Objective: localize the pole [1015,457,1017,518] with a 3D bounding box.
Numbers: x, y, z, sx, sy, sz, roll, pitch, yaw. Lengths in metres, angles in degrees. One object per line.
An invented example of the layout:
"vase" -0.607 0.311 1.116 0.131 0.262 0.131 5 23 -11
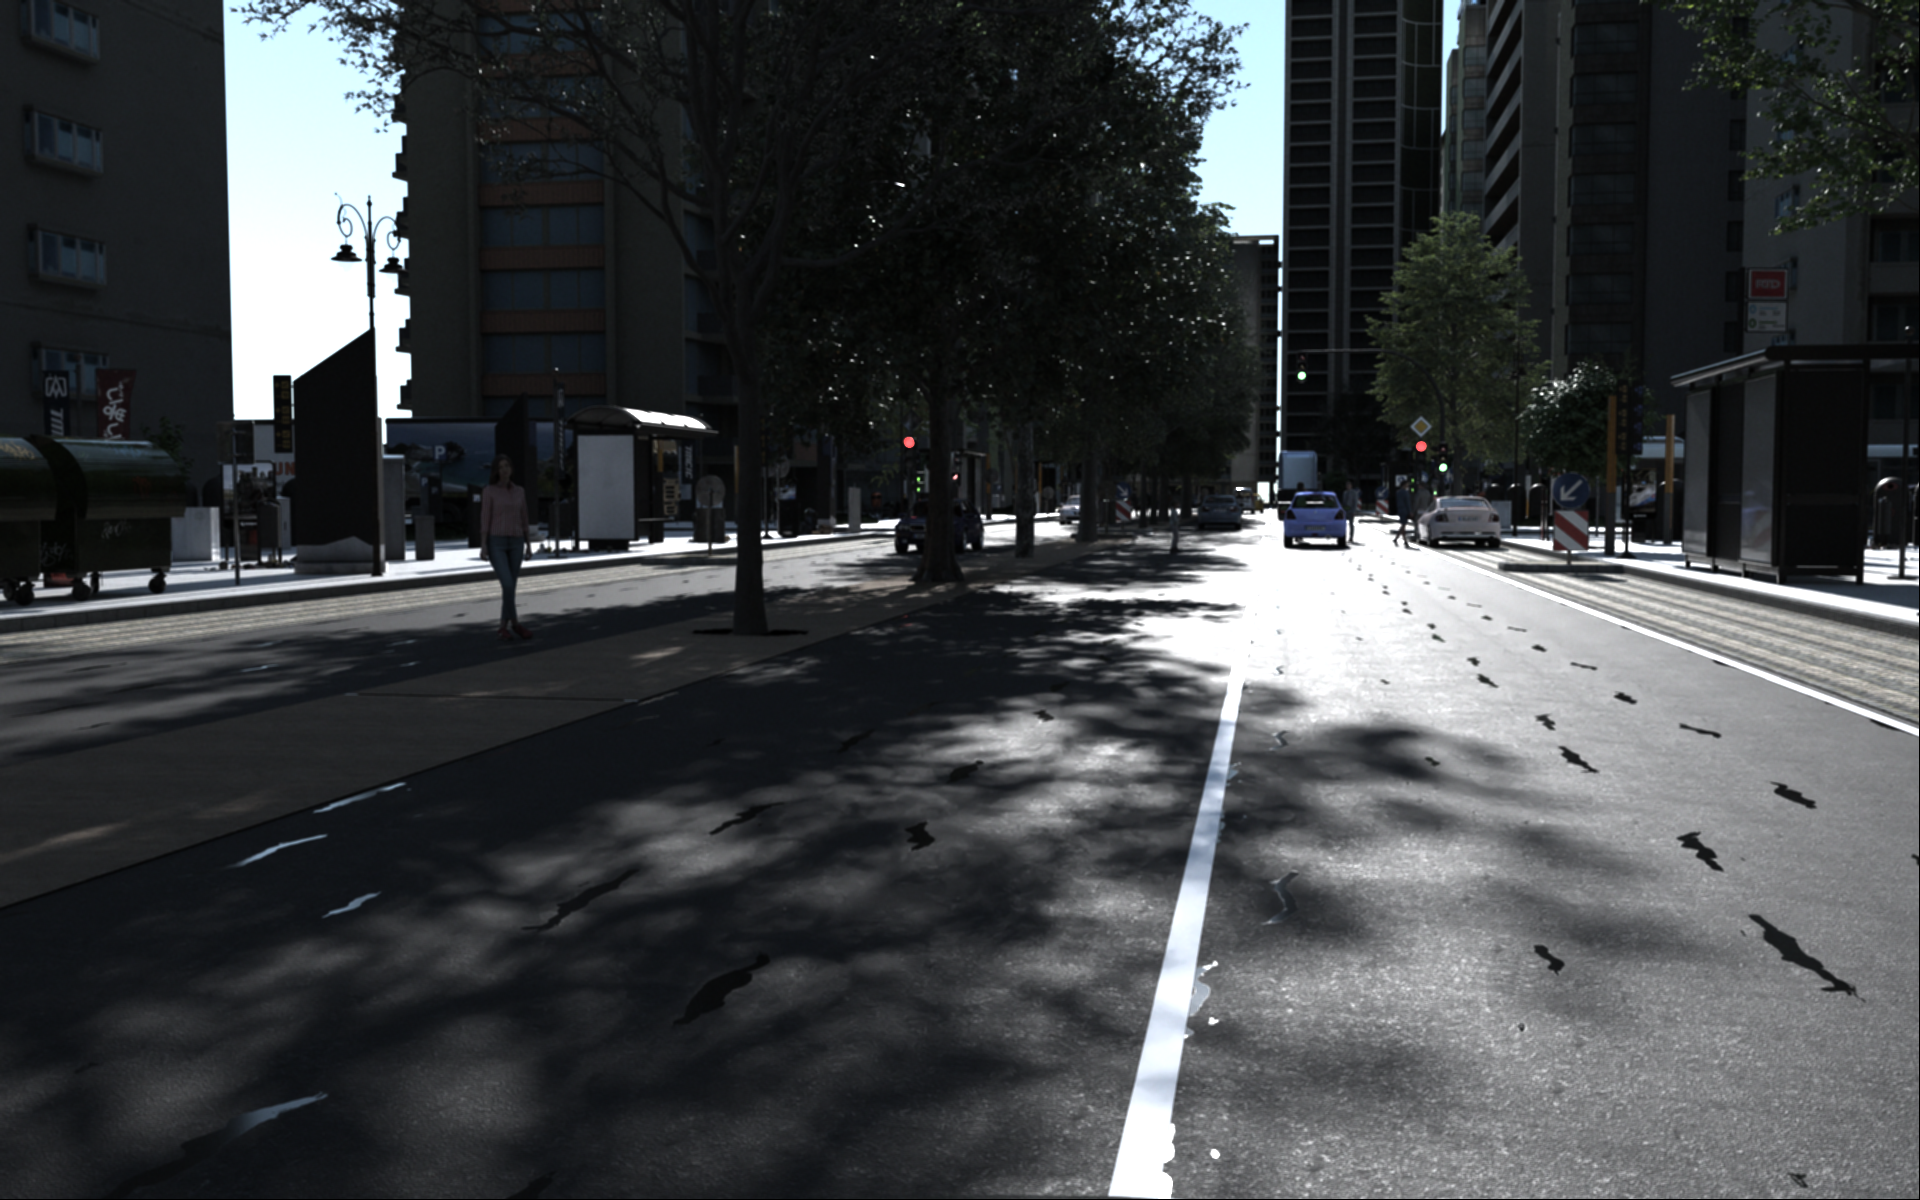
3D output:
"pole" 3.005 -5.955 91.210 0.158 3.312 0.155 0 3 0

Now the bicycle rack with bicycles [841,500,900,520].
"bicycle rack with bicycles" -4.522 -4.494 86.866 2.925 0.926 2.852 0 4 1

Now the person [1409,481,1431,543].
"person" 13.526 -2.578 50.759 0.694 1.812 0.767 -2 4 -33

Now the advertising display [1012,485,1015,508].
"advertising display" 4.058 -7.218 123.230 0.123 1.923 0.974 -2 4 -33

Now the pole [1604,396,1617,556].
"pole" 13.544 -2.579 36.014 0.158 3.312 0.155 0 3 0

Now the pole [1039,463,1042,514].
"pole" 5.186 -7.235 112.135 0.158 3.312 0.155 0 3 0

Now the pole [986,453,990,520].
"pole" 1.405 -5.658 86.357 0.158 3.312 0.155 0 3 0

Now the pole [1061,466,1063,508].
"pole" 7.328 -7.993 124.525 0.158 3.312 0.155 0 3 0

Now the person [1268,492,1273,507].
"person" 34.406 -11.104 191.526 0.593 1.643 0.415 0 4 4

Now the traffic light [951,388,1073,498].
"traffic light" 1.898 -5.507 64.699 4.771 5.953 1.251 1 4 10

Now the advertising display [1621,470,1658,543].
"advertising display" 17.868 -2.468 45.570 0.974 1.923 0.123 -1 4 -10

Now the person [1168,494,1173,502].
"person" 19.339 -9.072 160.089 1.065 1.426 0.557 -1 4 -11

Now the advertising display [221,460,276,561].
"advertising display" -13.630 -1.713 33.218 0.974 1.923 0.123 -1 4 -14

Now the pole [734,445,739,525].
"pole" -9.363 -4.827 72.758 0.158 3.312 0.155 0 3 0

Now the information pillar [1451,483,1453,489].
"information pillar" 26.421 -5.385 92.537 0.304 2.012 0.304 -3 4 -36

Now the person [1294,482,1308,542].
"person" 10.232 -2.654 52.143 0.529 1.795 0.600 -3 4 -37

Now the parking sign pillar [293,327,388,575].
"parking sign pillar" -10.083 -2.425 28.113 1.447 3.967 1.447 0 4 -3

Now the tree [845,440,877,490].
"tree" -7.025 -10.092 115.366 4.360 8.622 3.978 0 3 0

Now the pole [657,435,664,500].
"pole" -10.179 -3.974 58.817 0.158 3.312 0.155 0 3 0

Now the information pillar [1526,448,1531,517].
"information pillar" 25.082 -5.203 76.431 0.183 3.616 0.504 0 4 1

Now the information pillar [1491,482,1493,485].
"information pillar" 31.331 -5.999 102.568 0.304 2.012 0.304 3 4 37

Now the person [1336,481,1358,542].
"person" 11.588 -2.634 51.658 0.391 1.810 0.635 -3 5 -44

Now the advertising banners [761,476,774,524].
"advertising banners" -8.302 -4.755 73.936 0.090 3.025 2.074 1 4 12

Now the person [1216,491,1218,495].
"person" 30.015 -11.808 201.430 0.599 1.838 0.709 1 4 8

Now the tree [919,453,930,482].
"tree" -1.469 -7.893 112.765 4.285 4.588 4.351 0 3 0

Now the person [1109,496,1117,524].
"person" 7.324 -4.558 83.202 0.511 1.800 0.466 3 5 42

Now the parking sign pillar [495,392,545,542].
"parking sign pillar" -11.861 -3.537 46.296 1.447 3.967 1.447 3 5 40

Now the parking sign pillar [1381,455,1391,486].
"parking sign pillar" 29.204 -7.925 118.038 1.447 3.967 1.447 -1 4 -15

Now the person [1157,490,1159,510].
"person" 17.893 -8.973 155.745 0.750 1.759 0.617 -2 4 -24

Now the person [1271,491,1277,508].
"person" 31.400 -10.014 172.678 0.683 1.767 0.568 -2 4 -28

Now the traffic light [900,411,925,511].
"traffic light" -1.598 -4.175 57.179 0.839 4.253 0.868 1 4 10

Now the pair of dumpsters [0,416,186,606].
"pair of dumpsters" -11.085 -1.089 20.307 1.574 2.255 4.437 1 4 10

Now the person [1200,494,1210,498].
"person" 23.308 -9.498 163.891 1.348 1.812 0.705 1 4 13

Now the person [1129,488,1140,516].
"person" 11.123 -6.247 110.597 0.822 1.834 0.622 1 4 13

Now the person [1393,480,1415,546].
"person" 12.159 -2.392 47.640 0.654 1.822 0.581 -1 4 -13

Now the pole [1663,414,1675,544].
"pole" 18.184 -3.093 44.409 0.158 3.312 0.155 0 3 0

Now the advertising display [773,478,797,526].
"advertising display" -6.932 -3.885 68.736 0.974 1.923 0.123 1 4 12

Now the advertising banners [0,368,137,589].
"advertising banners" -12.396 -1.688 23.787 2.074 3.025 0.090 -3 4 -36

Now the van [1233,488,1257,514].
"van" 20.550 -7.255 125.636 2.013 2.044 4.112 1 4 10

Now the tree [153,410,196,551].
"tree" -18.003 -2.745 39.489 1.663 3.219 1.824 0 3 0

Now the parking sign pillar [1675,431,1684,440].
"parking sign pillar" 28.738 -4.982 69.928 1.447 3.967 1.447 2 4 29

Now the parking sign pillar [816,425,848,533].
"parking sign pillar" -4.441 -4.233 57.688 1.447 3.967 1.447 0 4 5

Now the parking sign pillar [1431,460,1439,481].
"parking sign pillar" 26.607 -6.617 96.666 1.447 3.967 1.447 2 4 25

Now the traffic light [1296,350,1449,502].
"traffic light" 12.972 -4.878 54.425 4.771 5.953 1.251 1 4 10

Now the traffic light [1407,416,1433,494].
"traffic light" 16.469 -4.473 62.052 0.839 4.253 0.868 1 4 10

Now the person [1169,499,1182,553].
"person" 5.240 -1.791 42.056 0.394 1.301 0.425 -1 4 -17

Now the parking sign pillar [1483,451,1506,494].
"parking sign pillar" 32.652 -7.178 105.837 1.447 3.967 1.447 -1 4 -15

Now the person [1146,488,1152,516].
"person" 12.379 -6.394 112.814 0.659 1.850 0.755 0 4 -6

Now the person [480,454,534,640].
"person" -4.482 -0.522 17.042 0.388 1.821 0.555 3 5 39

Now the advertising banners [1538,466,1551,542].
"advertising banners" 15.968 -3.130 47.371 0.090 3.025 2.074 1 4 11

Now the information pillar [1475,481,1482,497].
"information pillar" 29.710 -5.791 99.168 0.304 2.012 0.304 -2 4 -28

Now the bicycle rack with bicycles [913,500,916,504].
"bicycle rack with bicycles" -2.813 -5.288 99.849 2.852 0.926 2.925 -2 4 -26
